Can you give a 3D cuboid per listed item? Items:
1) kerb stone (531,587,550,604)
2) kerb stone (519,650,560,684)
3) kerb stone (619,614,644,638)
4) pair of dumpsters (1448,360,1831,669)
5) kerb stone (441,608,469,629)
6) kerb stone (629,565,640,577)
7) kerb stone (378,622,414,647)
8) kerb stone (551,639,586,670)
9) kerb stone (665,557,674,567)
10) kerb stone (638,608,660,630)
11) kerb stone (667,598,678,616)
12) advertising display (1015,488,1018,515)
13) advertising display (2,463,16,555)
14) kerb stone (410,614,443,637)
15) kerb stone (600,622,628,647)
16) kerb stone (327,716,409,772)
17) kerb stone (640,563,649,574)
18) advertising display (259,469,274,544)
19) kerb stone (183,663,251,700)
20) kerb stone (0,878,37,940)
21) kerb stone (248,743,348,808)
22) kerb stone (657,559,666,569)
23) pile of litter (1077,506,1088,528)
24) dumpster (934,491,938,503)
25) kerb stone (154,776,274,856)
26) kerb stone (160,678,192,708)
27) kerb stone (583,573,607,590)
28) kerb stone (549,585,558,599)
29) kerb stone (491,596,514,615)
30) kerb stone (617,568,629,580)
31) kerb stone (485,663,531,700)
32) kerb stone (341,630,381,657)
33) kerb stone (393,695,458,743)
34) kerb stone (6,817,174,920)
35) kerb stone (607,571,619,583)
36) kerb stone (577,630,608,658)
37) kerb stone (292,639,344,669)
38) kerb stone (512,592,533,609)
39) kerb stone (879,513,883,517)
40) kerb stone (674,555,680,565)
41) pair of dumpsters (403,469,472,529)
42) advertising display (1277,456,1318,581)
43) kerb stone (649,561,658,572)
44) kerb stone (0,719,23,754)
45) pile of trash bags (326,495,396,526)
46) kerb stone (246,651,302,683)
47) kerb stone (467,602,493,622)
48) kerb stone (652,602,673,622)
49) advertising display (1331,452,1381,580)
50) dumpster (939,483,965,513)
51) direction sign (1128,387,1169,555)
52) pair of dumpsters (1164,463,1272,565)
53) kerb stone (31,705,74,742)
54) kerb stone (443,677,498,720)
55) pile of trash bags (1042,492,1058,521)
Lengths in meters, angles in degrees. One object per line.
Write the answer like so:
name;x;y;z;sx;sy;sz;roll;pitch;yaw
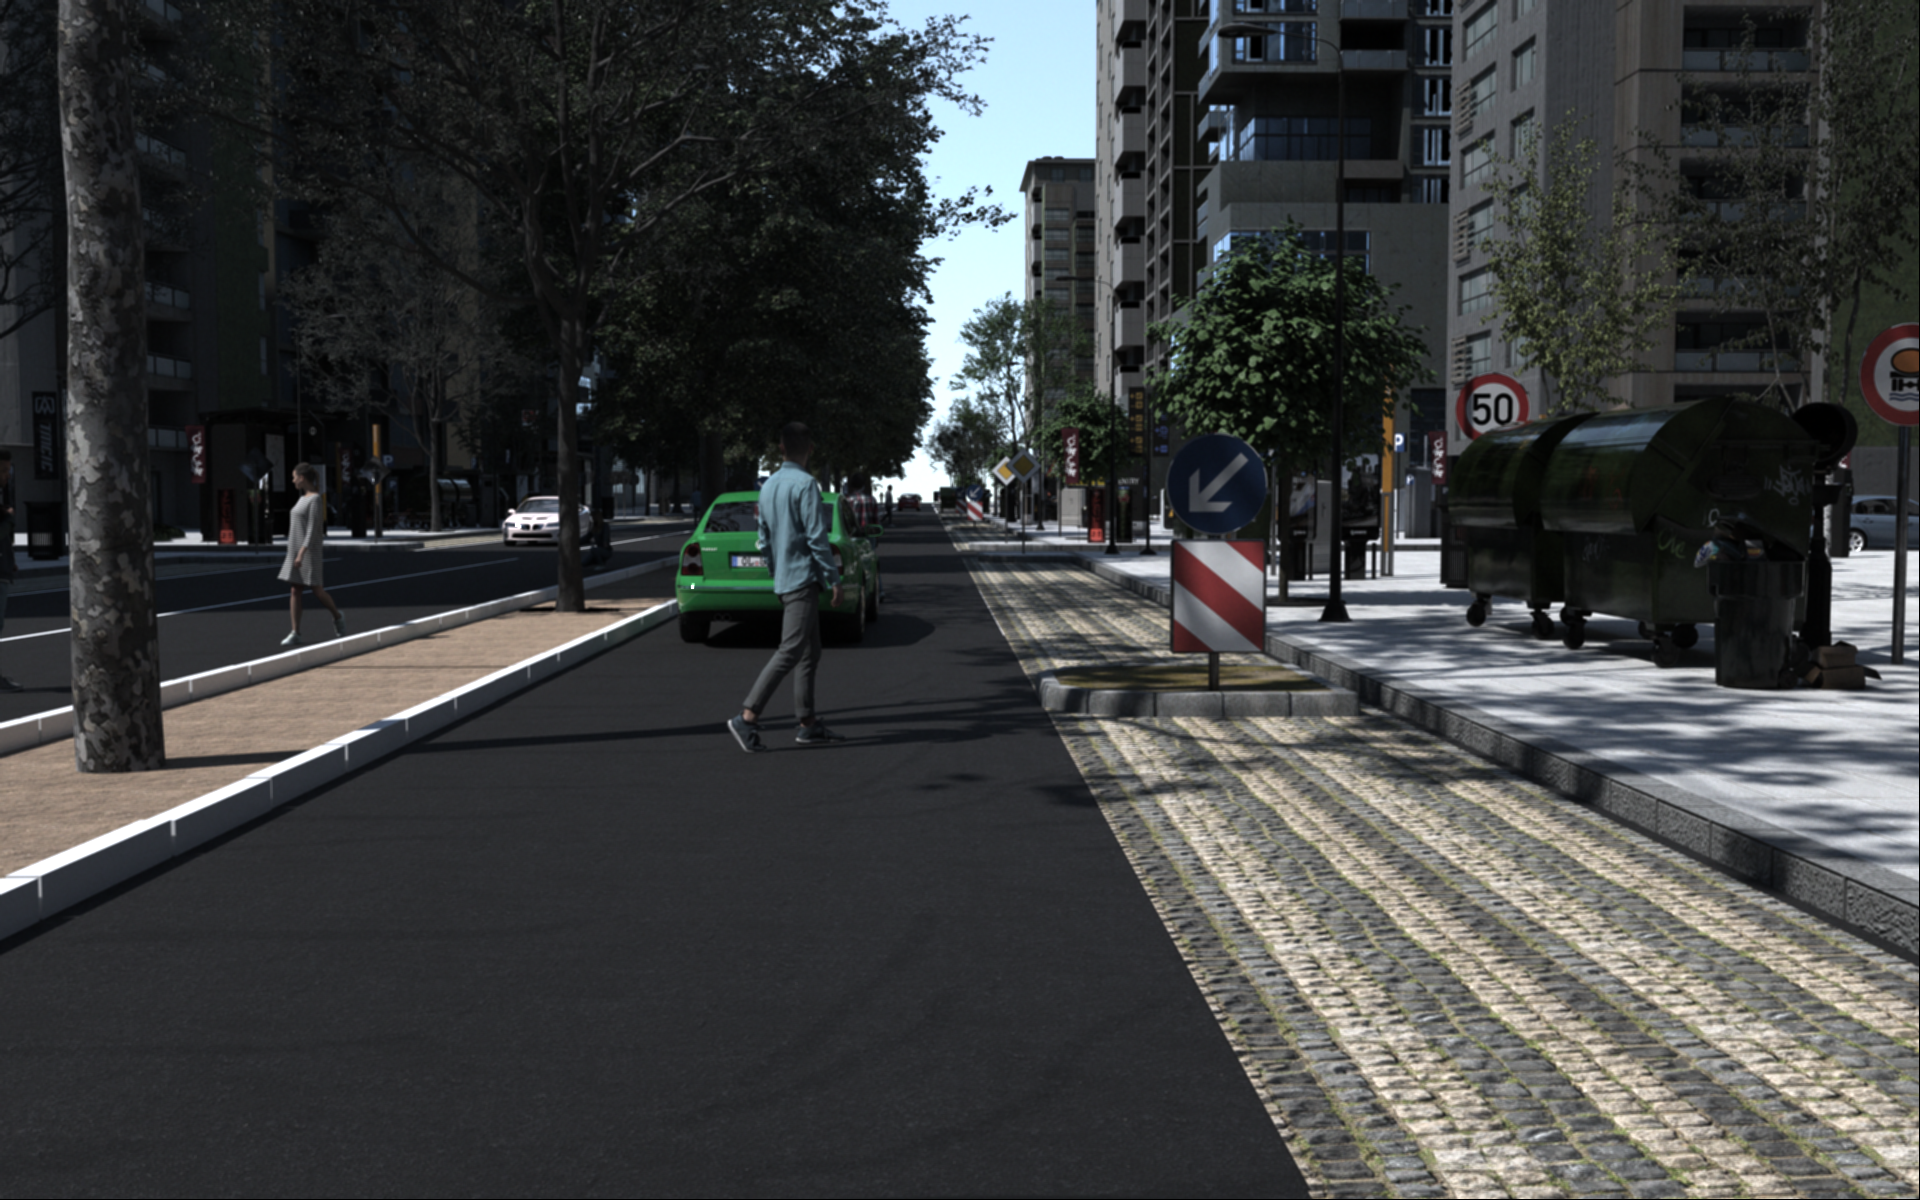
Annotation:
kerb stone;-5.580;-0.032;22.724;0.120;0.150;1.000;0;4;-1
kerb stone;-3.303;0.532;13.508;0.120;0.150;1.000;0;4;-1
kerb stone;-3.377;0.281;17.602;0.120;0.150;1.000;0;4;-1
pair of dumpsters;5.564;-0.746;14.691;1.574;2.255;4.437;0;4;-1
kerb stone;-5.500;0.218;18.624;0.120;0.150;1.000;0;4;-1
kerb stone;-5.713;-0.470;29.901;0.120;0.150;1.000;0;4;-1
kerb stone;-5.457;0.344;16.577;0.120;0.150;1.000;0;4;-1
kerb stone;-3.315;0.469;14.530;0.120;0.150;1.000;0;4;-1
kerb stone;-5.807;-0.722;34.000;0.120;0.150;1.000;0;4;-1
kerb stone;-3.395;0.219;18.627;0.120;0.150;1.000;0;4;-1
kerb stone;-3.438;0.093;20.680;0.120;0.150;1.000;0;4;-1
advertising display;3.676;-6.286;107.984;0.974;1.923;0.123;0;4;-2
advertising display;-19.987;-1.908;36.411;0.123;1.923;0.974;-1;4;-22
kerb stone;-5.484;0.282;17.599;0.120;0.150;1.000;0;4;-1
kerb stone;-3.351;0.344;16.574;0.120;0.150;1.000;0;4;-1
kerb stone;-3.218;0.782;9.406;0.120;0.150;1.000;0;4;-1
kerb stone;-5.740;-0.534;30.923;0.120;0.150;1.000;0;4;-1
advertising display;-17.795;-2.399;44.430;0.123;1.923;0.974;-2;4;-35
kerb stone;-5.381;0.594;12.479;0.120;0.150;1.000;0;4;-1
kerb stone;-3.136;1.037;5.302;0.120;0.150;1.000;0;4;-1
kerb stone;-3.201;0.849;8.379;0.120;0.150;1.000;0;4;-1
kerb stone;-5.775;-0.655;32.972;0.120;0.150;1.000;0;4;-1
pile of litter;5.049;-3.172;65.834;1.176;0.858;1.719;0;4;4
dumpster;-3.312;-16.325;275.132;1.865;1.857;1.264;0;4;1
kerb stone;-3.172;0.915;7.347;0.120;0.150;1.000;0;4;-1
kerb stone;-5.368;0.657;11.450;0.120;0.150;1.000;0;4;-1
kerb stone;-5.661;-0.283;26.828;0.120;0.150;1.000;0;4;-1
kerb stone;-5.597;-0.095;23.746;0.120;0.150;1.000;0;4;-1
kerb stone;-5.538;0.093;20.677;0.120;0.150;1.000;0;4;-1
kerb stone;-5.702;-0.407;28.874;0.120;0.150;1.000;0;4;-1
kerb stone;-3.284;0.595;12.476;0.120;0.150;1.000;0;4;-1
kerb stone;-5.443;0.407;15.549;0.120;0.150;1.000;0;4;-1
kerb stone;-3.238;0.722;10.430;0.120;0.150;1.000;0;4;-1
kerb stone;-3.158;0.971;6.325;0.120;0.150;1.000;0;4;-1
kerb stone;-5.678;-0.344;27.851;0.120;0.150;1.000;0;4;-1
kerb stone;-3.341;0.406;15.552;0.120;0.150;1.000;0;4;-1
kerb stone;-5.421;0.469;14.525;0.120;0.150;1.000;0;4;-1
kerb stone;-5.558;0.030;21.699;0.120;0.150;1.000;0;4;-1
kerb stone;-5.347;-5.897;118.615;0.120;0.150;1.000;0;4;-1
kerb stone;-5.814;-0.785;35.023;0.120;0.150;1.000;0;4;-1
pair of dumpsters;-20.000;-3.906;66.364;1.574;2.255;4.437;0;4;-1
advertising display;4.988;-1.248;25.612;0.123;1.923;0.974;3;5;40
kerb stone;-5.759;-0.597;31.950;0.120;0.150;1.000;0;4;-1
kerb stone;-5.316;0.784;9.403;0.120;0.150;1.000;0;4;-1
pile of trash bags;-24.167;-3.630;69.110;3.447;1.369;1.912;0;4;7
kerb stone;-5.396;0.535;13.503;0.120;0.150;1.000;0;4;-1
kerb stone;-5.515;0.155;19.654;0.120;0.150;1.000;0;4;-1
kerb stone;-3.424;0.156;19.649;0.120;0.150;1.000;0;4;-1
advertising display;5.906;-1.262;25.843;0.974;1.923;0.123;-3;4;-37
dumpster;-0.598;-7.825;132.884;1.985;2.255;1.502;0;4;-2
direction sign;3.980;-2.727;36.577;0.876;3.537;0.379;1;4;20
pair of dumpsters;4.990;-1.885;33.313;1.574;2.255;4.437;0;4;-1
kerb stone;-5.337;0.722;10.425;0.120;0.150;1.000;0;4;-1
kerb stone;-3.255;0.657;11.454;0.120;0.150;1.000;0;4;-1
pile of trash bags;4.709;-4.579;84.623;1.912;1.369;3.447;-1;4;-20
